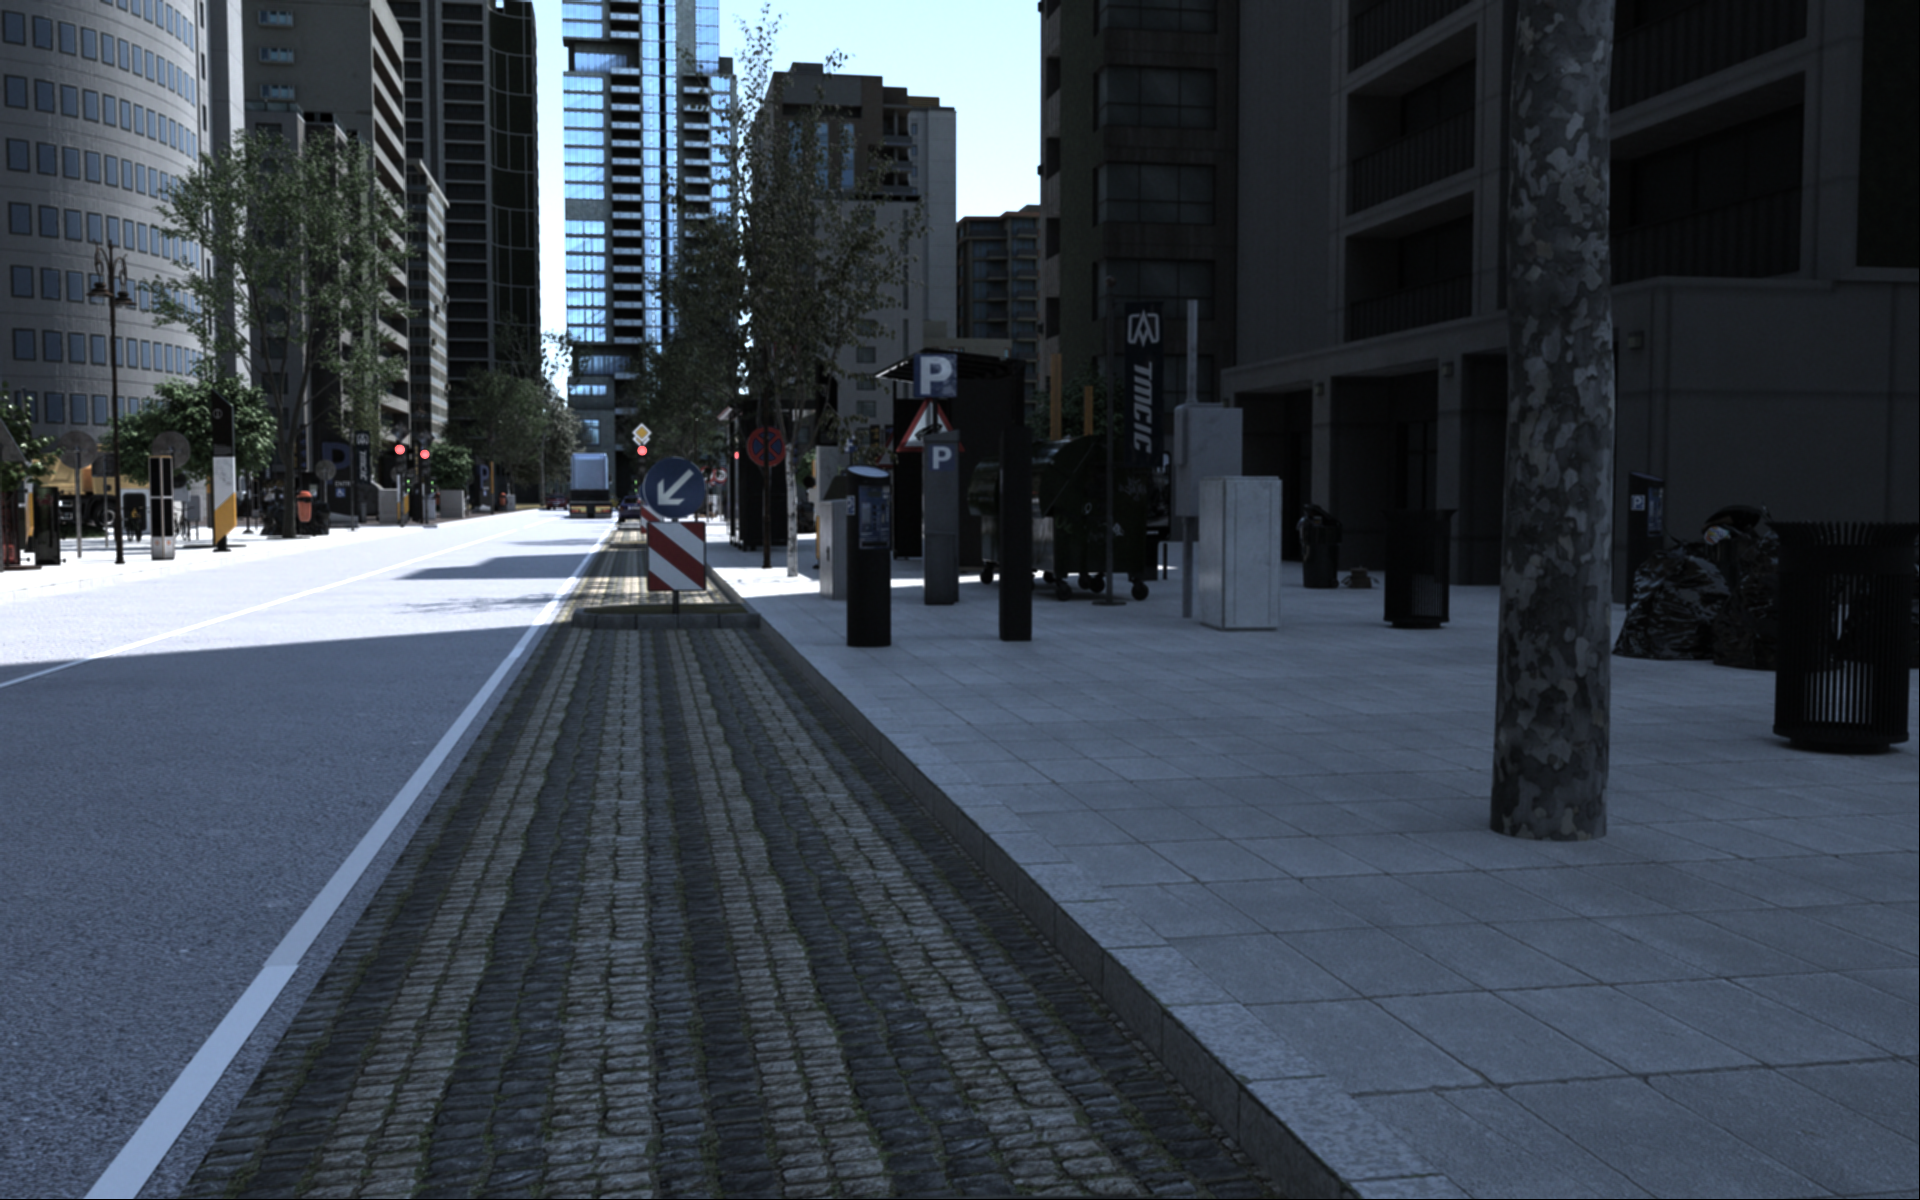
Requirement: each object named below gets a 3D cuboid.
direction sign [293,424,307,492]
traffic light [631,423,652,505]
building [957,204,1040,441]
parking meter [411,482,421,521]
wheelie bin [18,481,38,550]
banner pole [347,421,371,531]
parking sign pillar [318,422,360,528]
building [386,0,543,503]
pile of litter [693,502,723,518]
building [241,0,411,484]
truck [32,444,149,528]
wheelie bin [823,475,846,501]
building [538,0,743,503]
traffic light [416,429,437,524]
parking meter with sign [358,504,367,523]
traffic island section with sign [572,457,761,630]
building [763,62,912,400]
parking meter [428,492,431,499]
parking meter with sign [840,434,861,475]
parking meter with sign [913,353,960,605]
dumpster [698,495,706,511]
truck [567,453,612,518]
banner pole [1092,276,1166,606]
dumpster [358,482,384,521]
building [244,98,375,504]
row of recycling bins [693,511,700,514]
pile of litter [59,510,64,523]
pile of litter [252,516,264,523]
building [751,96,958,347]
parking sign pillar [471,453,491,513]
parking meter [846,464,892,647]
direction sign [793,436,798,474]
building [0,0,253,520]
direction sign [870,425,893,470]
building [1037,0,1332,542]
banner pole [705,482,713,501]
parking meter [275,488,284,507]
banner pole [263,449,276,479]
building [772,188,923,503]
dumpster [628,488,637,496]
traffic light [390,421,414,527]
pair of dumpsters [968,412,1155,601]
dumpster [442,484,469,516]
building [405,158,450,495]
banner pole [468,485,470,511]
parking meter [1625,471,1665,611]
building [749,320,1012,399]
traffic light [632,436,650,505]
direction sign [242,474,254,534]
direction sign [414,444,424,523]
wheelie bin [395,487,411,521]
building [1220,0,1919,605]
[{"bbox_3d":[-21.537,-3.945,56.495,0.876,3.537,0.379,3,5,39],"label":"direction sign"},{"bbox_3d":[-12.509,-4.844,68.118,0.839,4.253,0.868,-1,4,-11],"label":"traffic light"},{"bbox_3d":[12.055,-37.308,264.613,28.867,44.769,22.147,-1,4,-11],"label":"building"},{"bbox_3d":[-25.552,-4.626,81.349,0.255,1.863,0.399,3,5,44],"label":"parking meter"},{"bbox_3d":[-21.726,-1.972,40.156,0.980,1.594,0.693,-2,4,-31],"label":"wheelie bin"},{"bbox_3d":[-20.777,-4.271,59.841,0.863,3.779,0.401,-1,4,-20],"label":"banner pole"},{"bbox_3d":[-23.446,-4.702,65.345,1.447,3.967,1.447,-2,4,-33],"label":"parking sign pillar"},{"bbox_3d":[-70.874,-49.461,246.939,20.611,71.187,20.563,-1,4,-11],"label":"building"},{"bbox_3d":[-13.749,-4.909,94.226,1.719,0.858,1.176,2,4,33],"label":"pile of litter"},{"bbox_3d":[-61.557,-32.425,153.854,21.300,48.544,21.600,-1,4,-11],"label":"building"},{"bbox_3d":[-35.019,-4.364,67.274,9.791,3.379,3.469,-1,4,-10],"label":"truck"},{"bbox_3d":[-1.876,-1.281,28.851,0.980,1.594,0.693,3,5,40],"label":"wheelie bin"},{"bbox_3d":[-45.391,-57.451,251.990,31.000,86.520,22.319,-1,4,-11],"label":"building"},{"bbox_3d":[-22.884,-5.221,74.288,0.839,4.253,0.868,-1,4,-11],"label":"traffic light"},{"bbox_3d":[-26.736,-4.866,75.821,0.543,3.016,1.738,1,4,20],"label":"parking meter with sign"},{"bbox_3d":[-3.266,-0.642,19.129,1.989,1.847,2.006,-1,4,-11],"label":"traffic island section with sign"},{"bbox_3d":[-13.095,-32.519,181.790,14.600,45.320,14.200,-1,4,-11],"label":"building"},{"bbox_3d":[-33.522,-6.163,109.177,0.372,1.533,0.369,0,3,0],"label":"parking meter"},{"bbox_3d":[-3.201,-3.254,49.461,0.543,3.016,1.738,0,4,3],"label":"parking meter with sign"},{"bbox_3d":[-0.260,-1.498,20.753,0.543,3.016,1.738,0,4,-3],"label":"parking meter with sign"},{"bbox_3d":[-16.216,-6.158,106.440,1.264,1.857,1.865,-1,4,-10],"label":"dumpster"},{"bbox_3d":[-23.292,-7.293,108.997,2.967,4.110,18.799,-1,4,-12],"label":"truck"},{"bbox_3d":[1.949,-1.828,19.903,0.863,3.779,0.401,1,4,20],"label":"banner pole"},{"bbox_3d":[-28.136,-4.688,82.403,1.264,1.857,1.865,-1,4,-11],"label":"dumpster"},{"bbox_3d":[-52.603,-21.933,130.301,14.160,30.474,14.107,-1,4,-11],"label":"building"},{"bbox_3d":[-17.637,-6.383,111.479,1.069,1.692,3.534,-2,4,-29],"label":"row of recycling bins"},{"bbox_3d":[-30.304,-2.724,58.506,1.176,0.858,1.719,-1,4,-23],"label":"pile of litter"},{"bbox_3d":[-30.954,-3.906,77.828,1.719,0.858,1.176,-1,4,-14],"label":"pile of litter"},{"bbox_3d":[-16.170,-43.770,257.644,28.212,58.520,21.231,-1,4,-11],"label":"building"},{"bbox_3d":[-31.849,-7.765,115.427,1.447,3.967,1.447,1,4,17],"label":"parking sign pillar"},{"bbox_3d":[-0.771,-0.380,14.631,0.372,1.533,0.369,0,3,0],"label":"parking meter"},{"bbox_3d":[-6.775,-4.627,67.651,0.876,3.537,0.379,-1,4,-13],"label":"direction sign"},{"bbox_3d":[-52.571,-33.673,92.553,21.231,58.520,28.212,-1,4,-11],"label":"building"},{"bbox_3d":[-2.530,-3.950,56.574,0.876,3.537,0.379,1,4,23],"label":"direction sign"},{"bbox_3d":[9.418,-17.227,53.366,14.160,30.474,14.107,-1,4,-11],"label":"building"},{"bbox_3d":[-19.643,-8.873,135.087,0.863,3.779,0.401,-2,4,-27],"label":"banner pole"},{"bbox_3d":[-28.973,-3.996,73.752,0.372,1.533,0.369,0,3,0],"label":"parking meter"},{"bbox_3d":[-38.051,-6.461,95.652,0.863,3.779,0.401,-2,4,-30],"label":"banner pole"},{"bbox_3d":[-11.432,-24.244,168.097,14.160,30.474,14.107,-1,4,-11],"label":"building"},{"bbox_3d":[-41.949,-13.410,224.203,1.985,2.255,1.502,-1,4,-9],"label":"dumpster"},{"bbox_3d":[-21.412,-4.741,66.439,0.839,4.253,0.868,-1,4,-11],"label":"traffic light"},{"bbox_3d":[1.275,-1.236,22.704,1.574,2.255,4.437,-1,4,-10],"label":"pair of dumpsters"},{"bbox_3d":[-29.561,-6.043,101.293,1.502,2.255,1.985,-1,4,-11],"label":"dumpster"},{"bbox_3d":[-69.603,-30.581,191.885,23.993,40.220,32.217,-1,4,-11],"label":"building"},{"bbox_3d":[-37.481,-8.667,131.715,0.401,3.779,0.863,-3,5,-43],"label":"banner pole"},{"bbox_3d":[7.507,-0.646,18.975,0.372,1.533,0.369,0,3,0],"label":"parking meter"},{"bbox_3d":[-10.442,-22.009,204.894,27.650,21.520,28.899,-1,4,-11],"label":"building"},{"bbox_3d":[-13.980,-5.324,75.966,0.839,4.253,0.868,-1,4,-11],"label":"traffic light"},{"bbox_3d":[-23.222,-3.939,56.401,0.379,3.537,0.876,-2,4,-29],"label":"direction sign"},{"bbox_3d":[-24.344,-5.257,77.953,0.379,3.537,0.876,1,4,9],"label":"direction sign"},{"bbox_3d":[-26.655,-4.568,82.601,0.980,1.594,0.693,2,4,27],"label":"wheelie bin"},{"bbox_3d":[17.034,-35.812,23.776,20.563,71.187,20.611,-1,4,-11],"label":"building"}]
